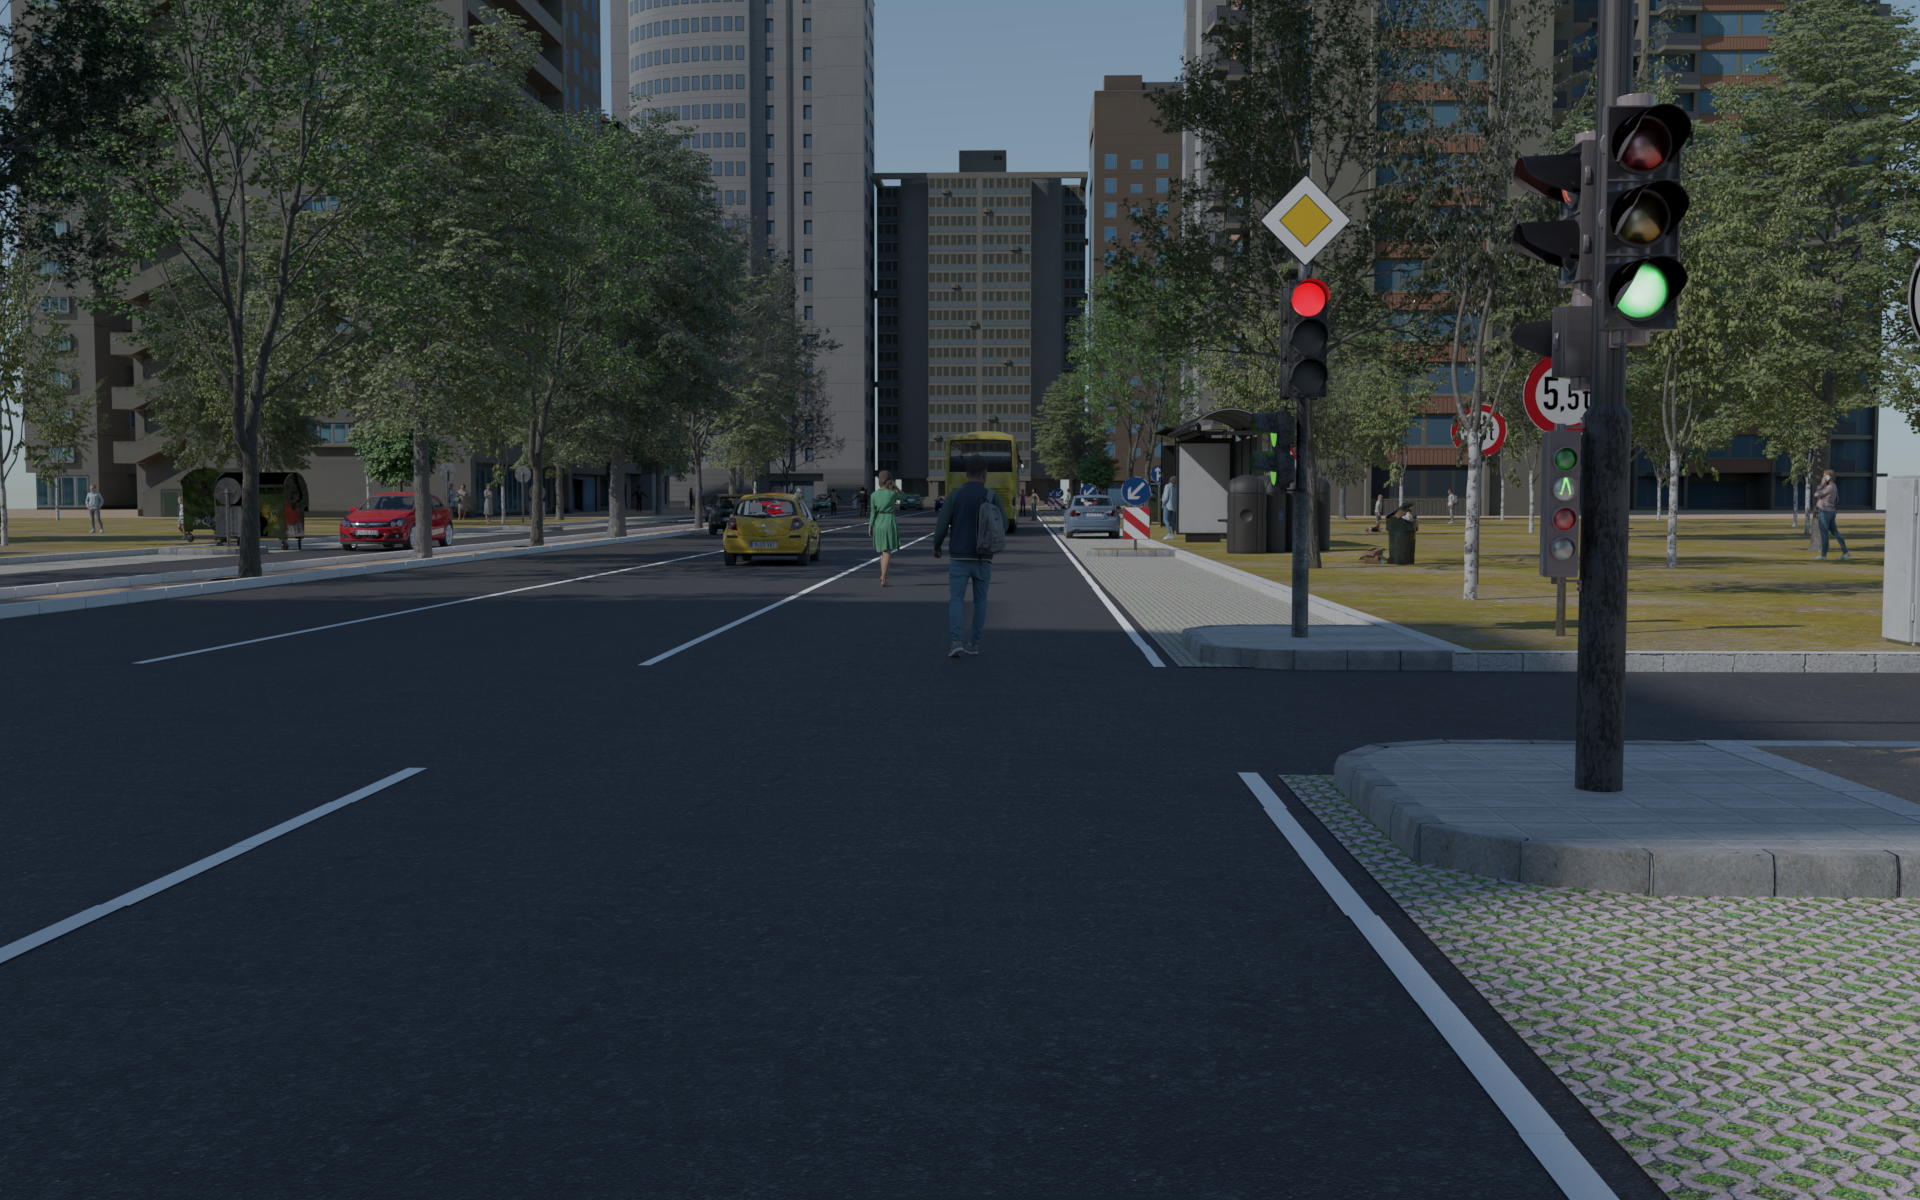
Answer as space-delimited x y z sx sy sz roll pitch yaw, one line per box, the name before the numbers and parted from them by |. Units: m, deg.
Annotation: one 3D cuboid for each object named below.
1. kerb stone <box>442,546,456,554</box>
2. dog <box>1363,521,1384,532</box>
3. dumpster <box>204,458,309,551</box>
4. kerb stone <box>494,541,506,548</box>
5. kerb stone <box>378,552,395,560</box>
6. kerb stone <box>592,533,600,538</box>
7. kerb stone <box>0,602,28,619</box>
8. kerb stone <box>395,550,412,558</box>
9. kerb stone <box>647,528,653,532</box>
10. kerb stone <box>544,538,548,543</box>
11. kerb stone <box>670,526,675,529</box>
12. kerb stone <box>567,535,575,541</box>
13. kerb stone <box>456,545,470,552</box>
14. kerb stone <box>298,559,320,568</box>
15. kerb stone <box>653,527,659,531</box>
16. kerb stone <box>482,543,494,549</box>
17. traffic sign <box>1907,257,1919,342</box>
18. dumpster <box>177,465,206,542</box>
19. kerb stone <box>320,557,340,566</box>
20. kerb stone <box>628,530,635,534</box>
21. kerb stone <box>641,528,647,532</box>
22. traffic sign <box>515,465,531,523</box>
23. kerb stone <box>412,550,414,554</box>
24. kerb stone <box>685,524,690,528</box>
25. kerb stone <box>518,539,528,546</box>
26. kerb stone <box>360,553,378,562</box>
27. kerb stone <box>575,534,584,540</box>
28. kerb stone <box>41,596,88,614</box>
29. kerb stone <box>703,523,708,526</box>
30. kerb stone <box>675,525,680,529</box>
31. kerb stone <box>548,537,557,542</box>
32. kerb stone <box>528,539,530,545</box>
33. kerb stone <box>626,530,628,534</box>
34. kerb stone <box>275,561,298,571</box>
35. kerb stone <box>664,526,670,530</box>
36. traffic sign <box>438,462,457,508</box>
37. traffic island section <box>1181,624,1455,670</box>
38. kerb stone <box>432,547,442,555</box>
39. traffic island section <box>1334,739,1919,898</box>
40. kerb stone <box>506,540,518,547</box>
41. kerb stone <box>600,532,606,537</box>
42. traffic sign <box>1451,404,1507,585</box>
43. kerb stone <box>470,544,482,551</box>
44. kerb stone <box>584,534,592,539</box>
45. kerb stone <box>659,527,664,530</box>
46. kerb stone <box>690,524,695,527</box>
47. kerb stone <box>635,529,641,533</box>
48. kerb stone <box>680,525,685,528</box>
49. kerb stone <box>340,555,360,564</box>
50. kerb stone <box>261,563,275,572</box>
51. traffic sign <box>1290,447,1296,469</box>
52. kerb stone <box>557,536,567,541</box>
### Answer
kerb stone | -12.423 -1.190 41.716 0.120 0.150 1.000 0 4 2
dog | 13.811 -2.460 57.952 0.748 0.427 0.550 2 4 32
dumpster | -17.781 -2.389 44.016 1.985 2.255 1.502 0 4 3
kerb stone | -12.275 -1.442 45.814 0.120 0.150 1.000 0 4 2
kerb stone | -12.564 -0.943 37.618 0.120 0.150 1.000 0 4 2
kerb stone | -11.928 -2.068 56.052 0.120 0.150 1.000 0 4 2
kerb stone | -11.062 0.125 20.153 0.120 0.150 1.000 0 4 2
kerb stone | -12.528 -1.006 38.642 0.120 0.150 1.000 0 4 2
kerb stone | -11.648 -2.572 64.262 0.120 0.150 1.000 0 4 2
kerb stone | -12.136 -1.691 49.906 0.120 0.150 1.000 0 4 2
kerb stone | -11.508 -2.820 68.355 0.120 0.150 1.000 0 4 2
kerb stone | -12.036 -1.876 52.974 0.120 0.150 1.000 0 4 2
kerb stone | -12.379 -1.256 42.742 0.120 0.150 1.000 0 4 2
kerb stone | -12.703 -0.691 33.530 0.120 0.150 1.000 0 4 2
kerb stone | -11.617 -2.635 65.283 0.120 0.150 1.000 0 4 2
kerb stone | -12.319 -1.378 44.793 0.120 0.150 1.000 0 4 2
traffic sign | 4.662 -0.475 7.865 0.768 2.556 0.104 0 4 7
dumpster | -19.934 -2.700 46.634 1.502 2.255 1.985 0 4 2
kerb stone | -12.674 -0.756 34.552 0.120 0.150 1.000 0 4 2
kerb stone | -11.753 -2.384 61.185 0.120 0.150 1.000 0 4 2
kerb stone | -11.683 -2.510 63.236 0.120 0.150 1.000 0 4 2
traffic sign | -19.471 -4.711 77.125 0.768 2.556 0.104 1 4 11
kerb stone | -12.487 -1.069 39.666 0.120 0.150 1.000 0 4 2
kerb stone | -11.396 -3.011 71.430 0.120 0.150 1.000 0 4 2
kerb stone | -12.206 -1.568 47.860 0.120 0.150 1.000 0 4 2
kerb stone | -12.601 -0.881 36.596 0.120 0.150 1.000 0 4 2
kerb stone | -11.990 -1.945 53.998 0.120 0.150 1.000 0 4 2
kerb stone | -11.025 0.064 21.174 0.120 0.150 1.000 0 4 2
kerb stone | -11.267 -3.262 75.525 0.120 0.150 1.000 0 4 2
kerb stone | -11.466 -2.886 69.377 0.120 0.150 1.000 0 4 2
kerb stone | -12.108 -1.757 50.928 0.120 0.150 1.000 0 4 2
kerb stone | -12.172 -1.632 48.884 0.120 0.150 1.000 0 4 2
kerb stone | -11.787 -2.321 60.152 0.120 0.150 1.000 0 4 2
kerb stone | -12.737 -0.631 32.507 0.120 0.150 1.000 0 4 2
kerb stone | -11.547 -2.759 67.334 0.120 0.150 1.000 0 4 2
traffic sign | -20.208 -4.169 68.276 0.768 2.556 0.104 1 4 11
traffic island section | 3.071 0.412 15.545 2.009 0.180 2.903 0 4 2
kerb stone | -12.453 -1.127 40.688 0.120 0.150 1.000 0 4 2
traffic island section | 2.796 0.900 7.565 2.009 0.180 2.903 0 4 2
kerb stone | -12.239 -1.507 46.835 0.120 0.150 1.000 0 4 2
kerb stone | -11.896 -2.133 57.073 0.120 0.150 1.000 0 4 2
traffic sign | 7.298 -1.488 24.435 0.768 2.556 0.104 1 4 9
kerb stone | -12.354 -1.320 43.771 0.120 0.150 1.000 0 4 2
kerb stone | -11.963 -2.008 55.028 0.120 0.150 1.000 0 4 2
kerb stone | -11.576 -2.695 66.308 0.120 0.150 1.000 0 4 2
kerb stone | -11.363 -3.074 72.458 0.120 0.150 1.000 0 4 2
kerb stone | -11.713 -2.447 62.206 0.120 0.150 1.000 0 4 2
kerb stone | -11.435 -2.948 70.398 0.120 0.150 1.000 0 4 2
kerb stone | -12.633 -0.818 35.573 0.120 0.150 1.000 0 4 2
kerb stone | -12.769 -0.568 31.477 0.120 0.150 1.000 0 4 2
traffic sign | 8.183 -2.647 43.288 0.884 2.594 0.081 0 4 6
kerb stone | -12.066 -1.820 51.951 0.120 0.150 1.000 0 4 2
